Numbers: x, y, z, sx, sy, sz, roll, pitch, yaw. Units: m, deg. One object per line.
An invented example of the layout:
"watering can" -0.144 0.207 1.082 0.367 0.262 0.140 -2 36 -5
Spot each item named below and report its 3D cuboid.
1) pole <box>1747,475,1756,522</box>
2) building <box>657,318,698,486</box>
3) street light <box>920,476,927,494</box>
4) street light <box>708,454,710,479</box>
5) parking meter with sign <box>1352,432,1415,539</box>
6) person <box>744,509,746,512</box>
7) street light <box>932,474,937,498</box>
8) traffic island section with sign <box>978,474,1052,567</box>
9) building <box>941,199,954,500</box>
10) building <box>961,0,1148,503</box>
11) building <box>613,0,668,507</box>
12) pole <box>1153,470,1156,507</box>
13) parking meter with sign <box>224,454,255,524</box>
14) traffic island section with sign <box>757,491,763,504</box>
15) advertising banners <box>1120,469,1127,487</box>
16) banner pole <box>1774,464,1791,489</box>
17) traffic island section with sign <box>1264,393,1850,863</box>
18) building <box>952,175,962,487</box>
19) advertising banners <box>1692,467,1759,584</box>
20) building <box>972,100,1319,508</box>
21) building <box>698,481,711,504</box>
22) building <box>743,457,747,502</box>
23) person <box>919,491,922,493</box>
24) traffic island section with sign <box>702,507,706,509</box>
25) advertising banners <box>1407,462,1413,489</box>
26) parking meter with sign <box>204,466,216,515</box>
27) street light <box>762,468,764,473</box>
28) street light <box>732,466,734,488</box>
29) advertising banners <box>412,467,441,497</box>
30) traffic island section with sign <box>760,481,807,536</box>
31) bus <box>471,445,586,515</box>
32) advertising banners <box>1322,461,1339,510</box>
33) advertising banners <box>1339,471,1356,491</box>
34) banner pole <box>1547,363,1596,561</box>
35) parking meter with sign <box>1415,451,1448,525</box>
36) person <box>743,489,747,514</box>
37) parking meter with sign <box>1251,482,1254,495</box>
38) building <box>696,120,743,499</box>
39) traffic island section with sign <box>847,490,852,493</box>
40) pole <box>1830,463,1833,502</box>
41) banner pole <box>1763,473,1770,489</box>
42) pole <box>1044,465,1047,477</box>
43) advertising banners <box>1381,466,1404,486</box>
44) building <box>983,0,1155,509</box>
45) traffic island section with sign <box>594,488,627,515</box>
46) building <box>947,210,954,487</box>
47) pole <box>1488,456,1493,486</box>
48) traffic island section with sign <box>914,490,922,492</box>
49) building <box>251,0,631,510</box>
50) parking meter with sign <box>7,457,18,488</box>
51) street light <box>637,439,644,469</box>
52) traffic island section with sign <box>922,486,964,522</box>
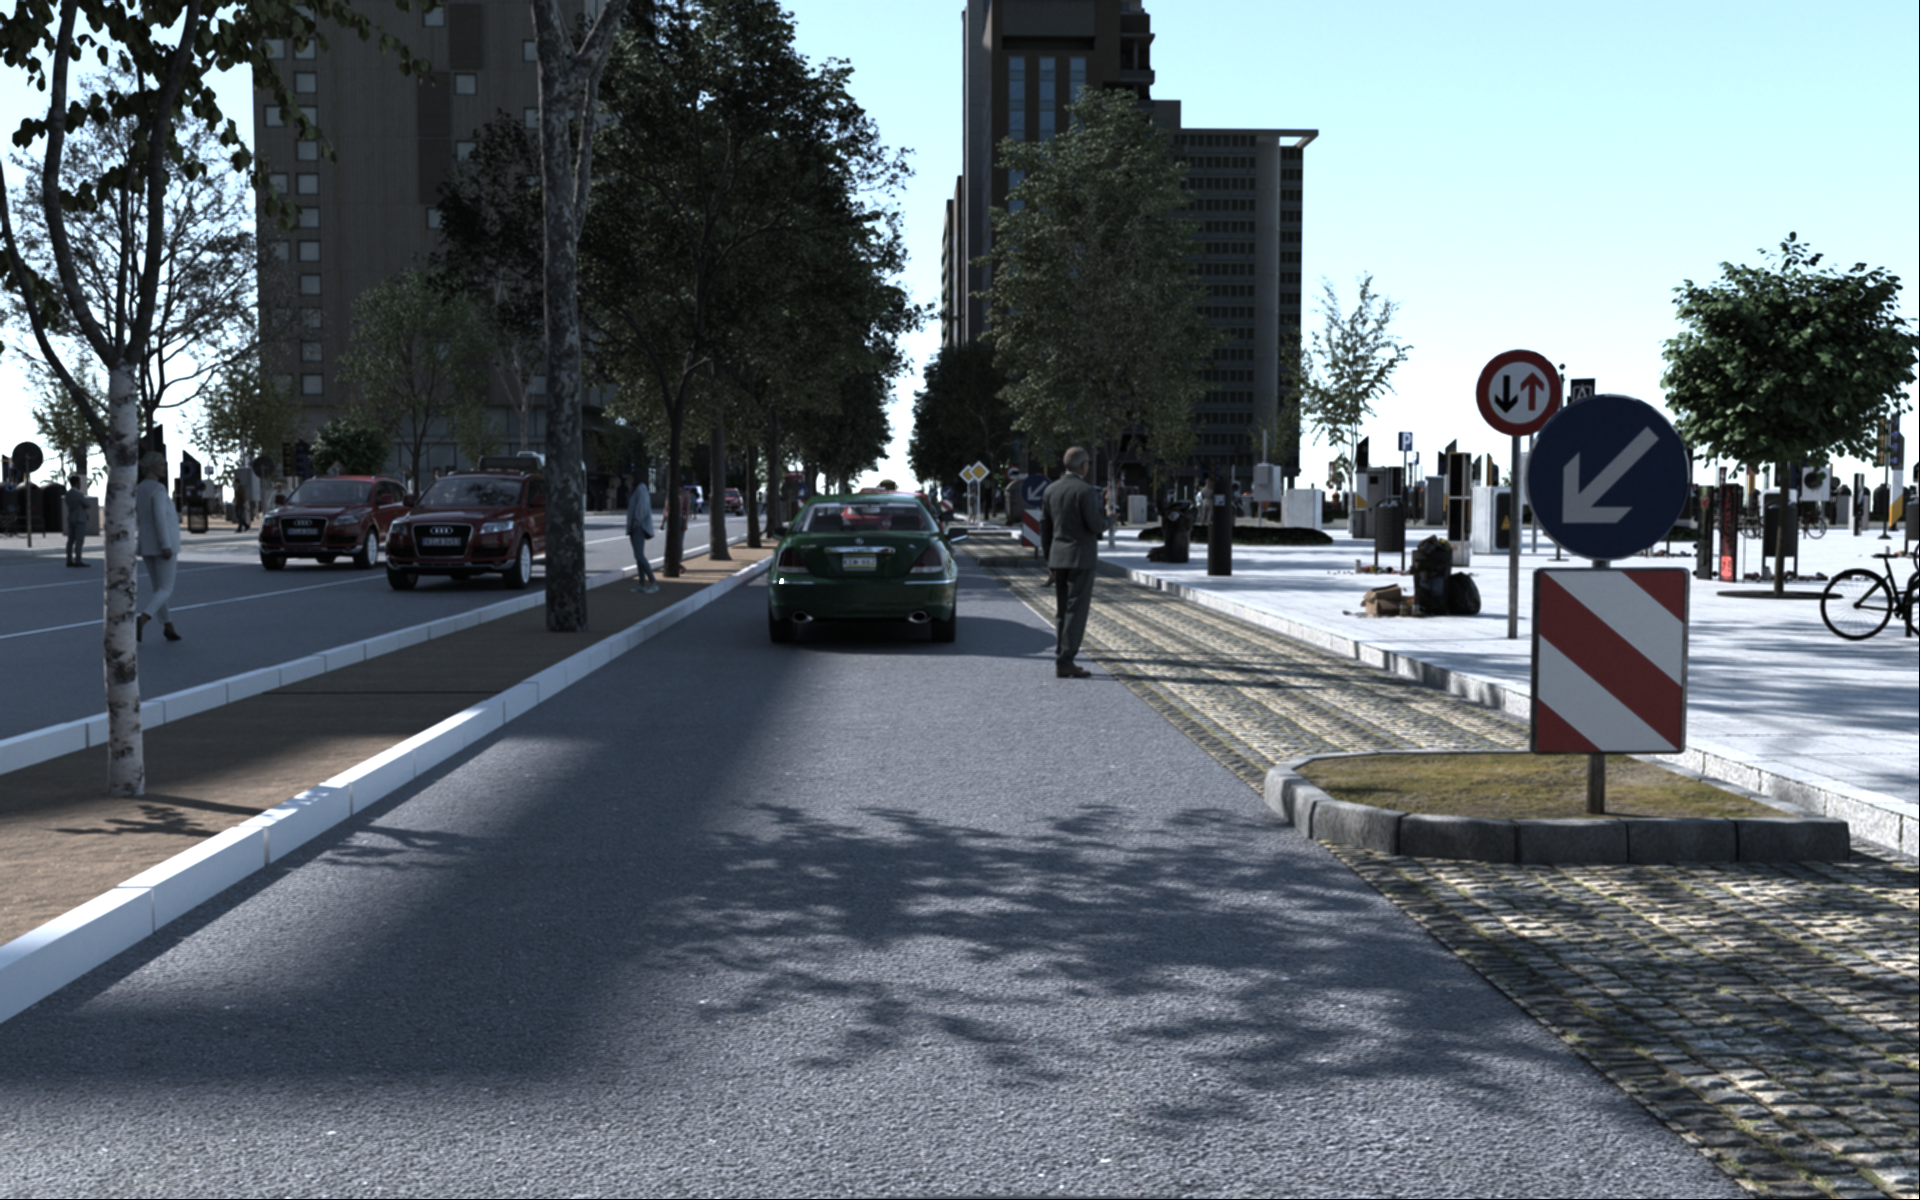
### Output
"pole" 34.898 -5.053 76.454 0.158 3.312 0.155 0 3 0
"building" -39.319 -32.001 206.803 14.154 41.232 14.086 0 4 -2
"street light" -5.740 -18.387 273.413 0.468 5.910 1.993 0 4 -2
"street light" -28.699 -13.815 198.669 0.468 5.910 1.993 0 4 -2
"parking meter with sign" 11.920 -3.231 49.084 0.543 3.016 1.738 -3 5 -39
"person" -16.013 -7.459 131.205 0.760 1.731 0.466 -2 4 -24
"street light" -3.514 -15.048 218.816 0.468 5.910 1.993 0 4 -2
"traffic island section with sign" 1.368 -1.586 34.563 1.989 1.847 2.006 0 4 -2
"building" 7.790 -40.803 290.823 21.300 48.544 21.600 0 4 -2
"building" 10.743 -40.299 200.887 21.231 58.520 28.212 0 4 -2
"building" -42.403 -53.205 182.577 22.319 86.520 31.000 0 4 -2
"pole" 13.772 -7.880 122.681 0.158 3.312 0.155 0 3 0
"parking meter with sign" -33.844 -5.239 81.922 1.738 3.016 0.543 -2 4 -31
"traffic island section with sign" -28.720 -14.719 249.281 1.989 1.847 2.006 0 4 -2
"advertising banners" 10.816 -7.706 122.177 2.074 3.025 0.090 2 4 32
"banner pole" 35.495 -5.172 74.585 0.863 3.779 0.401 1 4 16
"traffic island section with sign" 2.426 0.061 7.628 1.989 1.847 2.006 0 4 -2
"building" 6.265 -35.912 237.263 14.600 45.320 14.200 0 4 -2
"advertising banners" 11.201 -1.775 25.217 0.090 3.025 2.074 0 4 -1
"building" 17.479 -29.555 175.102 32.217 40.220 23.993 0 4 -2
"building" -49.682 -33.471 239.127 32.217 40.220 23.993 0 4 -2
"building" -41.736 -38.926 286.544 14.600 45.320 14.200 0 4 -2
"person" -3.499 -8.597 149.885 1.217 1.723 0.721 -3 4 -36
"traffic island section with sign" -25.424 -9.653 166.447 1.989 1.847 2.006 0 4 -2
"advertising banners" 25.224 -6.079 95.573 2.074 3.025 0.090 -3 5 -44
"parking meter with sign" -46.916 -6.864 108.493 0.543 3.016 1.738 -1 4 -18
"street light" -32.004 -18.887 281.592 0.468 5.910 1.993 0 4 -2
"street light" -29.766 -15.513 226.425 0.468 5.910 1.993 0 4 -2
"advertising banners" -34.901 -7.164 113.324 2.074 3.025 0.090 1 4 12
"traffic island section with sign" -5.913 -3.152 59.677 2.006 1.907 1.989 0 4 -2
"bus" -18.675 -4.959 75.943 2.948 3.499 13.247 0 4 -4
"advertising banners" 19.429 -5.924 93.044 0.090 3.025 2.074 -2 4 -32
"advertising banners" 30.315 -8.498 135.128 2.074 3.025 0.090 0 4 3
"banner pole" 11.708 -2.636 33.110 0.863 3.779 0.401 2 4 35
"parking meter with sign" 19.461 -4.570 70.982 1.738 3.016 0.543 0 4 -6
"person" -15.309 -7.092 124.425 0.622 1.834 0.822 -1 4 -10
"parking meter with sign" 18.298 -6.756 106.723 1.738 3.016 0.543 -2 4 -28
"building" -45.152 -44.209 264.823 21.231 58.520 28.212 0 4 -2
"traffic island section with sign" -9.196 -8.197 142.158 2.006 1.907 1.989 0 4 -2
"pole" 57.330 -7.352 114.043 0.158 3.312 0.155 0 3 0
"banner pole" 65.988 -9.285 141.832 0.863 3.779 0.401 -2 4 -24
"pole" 5.519 -7.234 112.114 0.158 3.312 0.155 0 3 0
"advertising banners" 28.720 -7.270 115.053 0.090 3.025 2.074 -3 5 -44
"building" 9.289 -30.913 155.546 14.600 45.320 14.200 0 4 -2
"traffic island section with sign" -23.419 -6.583 116.264 1.989 1.847 2.006 0 4 -2
"building" 5.074 -34.732 251.468 14.154 41.232 14.086 0 4 -2
"pole" 28.620 -6.096 93.520 0.158 3.312 0.155 0 3 0
"traffic island section with sign" -1.931 -6.651 117.379 1.989 1.847 2.006 0 4 -2
"building" -44.390 -34.541 153.991 28.713 52.752 27.495 0 4 -2
"parking meter with sign" -45.088 -5.276 82.525 0.543 3.016 1.738 -2 4 -30
"street light" -26.477 -10.434 143.389 0.468 5.910 1.993 0 4 -2
"traffic island section with sign" -0.818 -4.948 89.534 1.989 1.847 2.006 0 4 -2
